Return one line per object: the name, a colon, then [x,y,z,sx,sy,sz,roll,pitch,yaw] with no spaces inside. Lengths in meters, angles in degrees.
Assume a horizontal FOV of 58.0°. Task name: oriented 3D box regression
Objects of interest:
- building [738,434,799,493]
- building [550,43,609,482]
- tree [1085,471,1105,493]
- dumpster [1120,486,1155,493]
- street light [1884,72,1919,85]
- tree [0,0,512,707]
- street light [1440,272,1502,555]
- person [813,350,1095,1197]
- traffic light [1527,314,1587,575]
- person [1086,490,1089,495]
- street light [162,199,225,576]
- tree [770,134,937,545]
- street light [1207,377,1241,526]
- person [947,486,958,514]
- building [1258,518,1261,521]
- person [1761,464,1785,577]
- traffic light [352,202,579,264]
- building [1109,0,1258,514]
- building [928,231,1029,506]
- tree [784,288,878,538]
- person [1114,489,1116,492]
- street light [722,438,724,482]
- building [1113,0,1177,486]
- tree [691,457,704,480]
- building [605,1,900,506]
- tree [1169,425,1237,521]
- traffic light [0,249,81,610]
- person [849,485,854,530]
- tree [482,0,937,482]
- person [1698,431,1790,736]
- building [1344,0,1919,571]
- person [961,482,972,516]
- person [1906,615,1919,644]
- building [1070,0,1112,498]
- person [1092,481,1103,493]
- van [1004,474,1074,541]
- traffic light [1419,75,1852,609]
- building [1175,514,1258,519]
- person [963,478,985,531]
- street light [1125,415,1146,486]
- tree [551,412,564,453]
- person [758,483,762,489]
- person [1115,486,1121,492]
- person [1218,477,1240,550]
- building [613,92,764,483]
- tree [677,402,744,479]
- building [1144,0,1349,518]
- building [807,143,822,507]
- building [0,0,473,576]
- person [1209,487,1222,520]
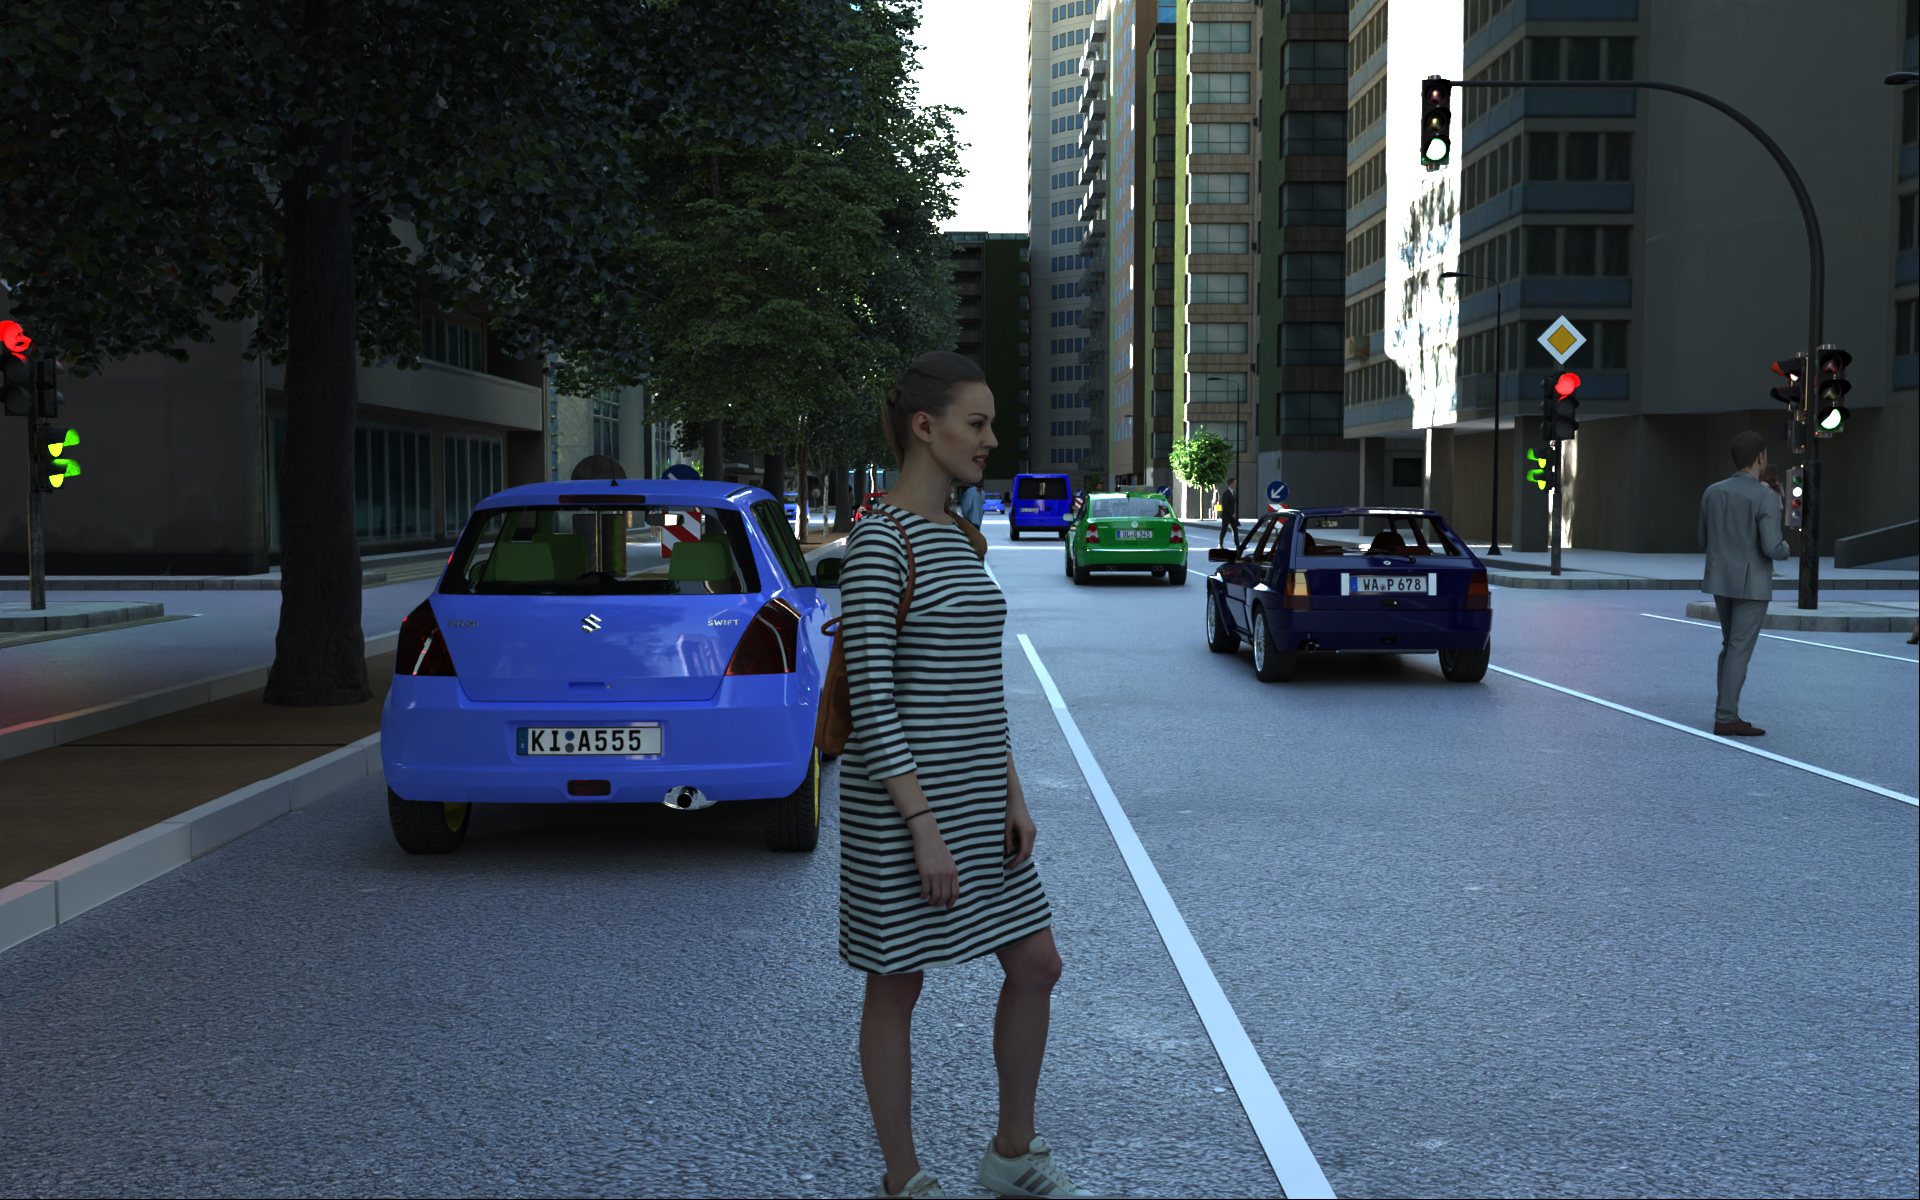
building: [-20.234,-27.684,136.229,14.154,41.232,14.086,0,4,0]
building: [-23.366,-46.271,69.209,22.319,86.520,31.000,0,4,0]
tree: [10.952,-8.928,140.572,1.663,3.219,1.824,0,3,0]
dumpster: [8.772,-4.784,86.439,1.865,1.857,1.264,0,4,-1]
street light: [10.878,-2.857,19.252,1.470,5.913,1.316,0,4,0]
tree: [-4.431,-6.268,11.602,9.857,13.997,8.962,0,3,0]
street light: [10.725,-3.902,36.334,1.470,5.913,1.316,0,4,0]
person: [-0.047,0.378,3.326,0.522,1.701,0.512,2,4,28]
traffic light: [9.390,-2.344,27.240,0.839,4.253,0.868,0,4,0]
person: [10.840,-8.439,145.492,0.415,1.643,0.593,2,4,35]
street light: [-11.852,-3.337,27.098,1.470,5.913,1.316,0,4,0]
tree: [-4.385,-7.360,48.552,9.928,11.665,9.643,0,3,0]
street light: [10.532,-5.901,69.028,1.470,5.913,1.316,0,4,0]
person: [-0.297,-3.615,68.151,0.519,1.759,0.362,-1,4,-10]
building: [18.718,-18.207,69.394,14.160,30.474,14.107,0,4,0]
person: [12.491,-1.241,26.922,0.643,1.750,0.593,2,4,32]
traffic light: [-8.179,-3.209,27.141,4.771,5.953,1.251,0,4,0]
building: [18.913,-27.852,138.967,14.154,41.232,14.086,0,4,0]
building: [0.479,-25.767,192.985,14.107,30.474,14.160,0,4,0]
tree: [-4.350,-6.303,55.875,4.360,8.622,3.978,0,3,0]
person: [9.061,-5.642,101.020,0.678,1.792,0.850,3,5,40]
street light: [-12.142,-7.336,92.486,1.470,5.913,1.316,0,4,0]
building: [18.635,-28.988,124.059,14.600,45.320,14.200,0,4,0]
tree: [-13.317,-5.811,89.610,1.663,3.219,1.824,0,3,0]
building: [-22.106,-54.018,195.860,31.000,86.520,22.319,0,4,0]
tree: [11.598,-6.034,82.375,4.285,4.588,4.351,0,3,0]
traffic light: [-10.216,-1.846,19.107,0.839,4.253,0.868,0,4,0]
person: [-4.283,-3.513,66.298,0.532,1.782,0.716,1,4,17]
tree: [-4.275,-6.651,29.324,7.486,12.596,7.792,0,3,0]
person: [4.730,-0.100,10.330,0.583,1.804,0.606,-2,4,-24]
building: [23.494,-21.457,42.698,23.993,40.220,32.217,0,4,0]
person: [0.254,-2.001,41.555,0.601,1.785,0.444,-2,4,-31]
person: [9.351,-0.464,16.363,0.520,1.790,0.573,-1,4,-20]
building: [22.771,-33.155,161.689,23.786,49.044,30.456,0,4,0]
person: [4.400,-2.811,54.452,0.794,1.824,0.713,1,4,21]
van: [2.532,-3.088,54.873,2.240,2.365,5.245,0,4,1]
traffic light: [7.353,-2.718,19.100,4.771,5.953,1.251,0,4,0]
building: [18.593,-25.151,94.814,14.154,41.232,14.086,0,4,0]
person: [0.300,-1.645,35.667,0.793,1.790,0.793,0,4,7]
street light: [10.362,-7.901,101.722,1.470,5.913,1.316,0,4,0]
tree: [-13.461,-4.144,51.473,4.285,4.588,4.351,0,3,0]
person: [-6.501,-2.929,56.739,0.601,1.785,0.444,-1,4,-18]
person: [5.794,-3.330,63.789,0.563,1.720,0.643,2,4,30]
person: [6.801,-2.141,43.287,0.755,1.850,0.659,2,4,33]
building: [-27.679,-32.161,115.075,28.713,52.752,27.495,0,4,0]
tree: [-13.924,-9.065,98.576,4.360,8.622,3.978,0,3,0]
building: [18.599,-20.715,110.384,14.160,30.474,14.107,0,4,0]
building: [-25.406,-28.761,162.116,23.993,40.220,32.217,0,4,0]
building: [-21.906,-25.226,36.141,21.300,48.544,21.600,0,4,0]
person: [12.883,-4.952,87.233,0.699,1.804,1.509,1,4,12]
